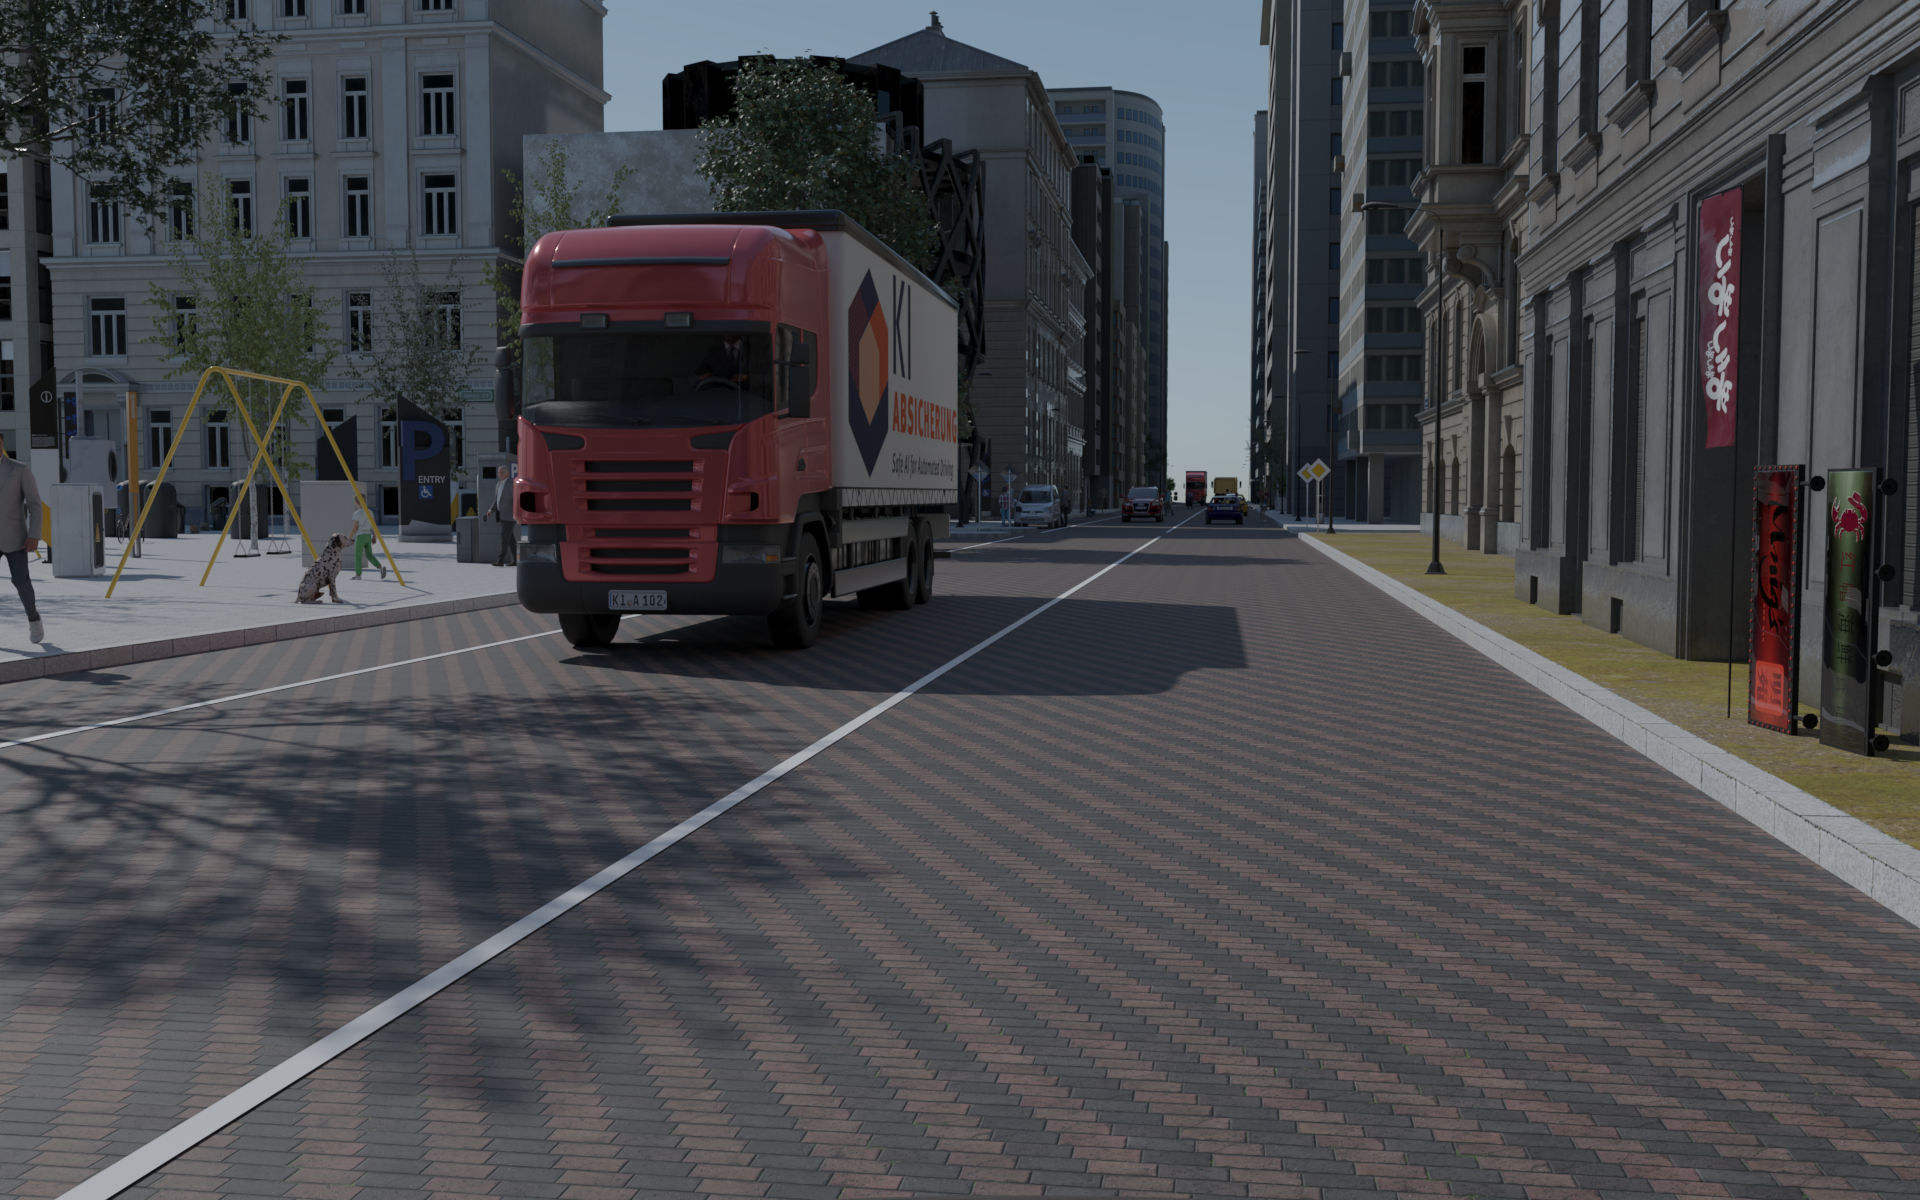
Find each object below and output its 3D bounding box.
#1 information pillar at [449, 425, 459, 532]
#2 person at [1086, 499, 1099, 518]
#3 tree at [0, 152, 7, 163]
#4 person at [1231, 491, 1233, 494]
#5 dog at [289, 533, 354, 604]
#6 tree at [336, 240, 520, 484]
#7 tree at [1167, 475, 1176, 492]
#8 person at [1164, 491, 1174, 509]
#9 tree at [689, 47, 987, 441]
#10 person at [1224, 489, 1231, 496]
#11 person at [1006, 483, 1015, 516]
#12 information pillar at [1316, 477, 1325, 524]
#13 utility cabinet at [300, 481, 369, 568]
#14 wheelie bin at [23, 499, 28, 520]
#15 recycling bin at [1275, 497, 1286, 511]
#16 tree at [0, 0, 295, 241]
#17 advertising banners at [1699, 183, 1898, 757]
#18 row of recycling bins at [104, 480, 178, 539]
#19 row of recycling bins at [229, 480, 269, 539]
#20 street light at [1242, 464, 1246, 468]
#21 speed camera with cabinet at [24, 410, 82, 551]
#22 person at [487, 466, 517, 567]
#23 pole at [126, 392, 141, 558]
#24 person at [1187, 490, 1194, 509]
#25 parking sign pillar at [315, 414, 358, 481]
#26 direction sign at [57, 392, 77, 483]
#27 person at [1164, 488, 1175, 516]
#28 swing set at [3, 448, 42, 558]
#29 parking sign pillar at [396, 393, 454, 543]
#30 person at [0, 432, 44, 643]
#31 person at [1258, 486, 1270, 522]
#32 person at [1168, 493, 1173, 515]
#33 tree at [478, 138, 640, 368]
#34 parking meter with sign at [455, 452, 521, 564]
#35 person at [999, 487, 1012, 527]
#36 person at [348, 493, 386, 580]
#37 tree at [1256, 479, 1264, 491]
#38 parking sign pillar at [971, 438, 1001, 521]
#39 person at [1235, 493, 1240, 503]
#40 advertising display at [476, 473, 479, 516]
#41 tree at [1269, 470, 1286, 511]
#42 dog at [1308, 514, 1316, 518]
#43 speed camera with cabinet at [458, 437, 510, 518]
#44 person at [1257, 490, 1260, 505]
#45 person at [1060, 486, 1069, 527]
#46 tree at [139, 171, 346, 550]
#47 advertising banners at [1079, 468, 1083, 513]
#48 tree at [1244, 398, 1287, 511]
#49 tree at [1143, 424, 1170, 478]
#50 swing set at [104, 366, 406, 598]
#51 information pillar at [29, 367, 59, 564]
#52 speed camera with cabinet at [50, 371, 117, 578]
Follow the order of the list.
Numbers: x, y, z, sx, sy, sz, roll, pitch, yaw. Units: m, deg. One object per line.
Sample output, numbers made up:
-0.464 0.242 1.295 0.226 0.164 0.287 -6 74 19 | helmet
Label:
-17.110 -4.111 58.575 0.183 3.616 0.504 -3 5 -41 | information pillar
8.059 -5.607 105.665 1.012 1.151 0.738 -2 4 -31 | person
-15.596 -4.467 23.395 4.360 8.622 3.978 0 3 0 | tree
27.134 -10.050 173.363 0.990 1.755 0.434 -2 4 -28 | person
-7.622 -0.369 20.415 0.800 0.831 0.513 1 4 14 | dog
-15.478 -6.084 49.828 4.360 8.622 3.978 0 3 0 | tree
35.749 -19.257 298.568 4.285 4.588 4.351 0 3 0 | tree
19.419 -9.433 162.811 1.350 1.814 0.705 1 4 13 | person
-4.093 -7.823 44.909 9.611 12.733 9.660 0 3 0 | tree
18.317 -6.721 118.572 0.511 1.800 0.466 -1 4 -23 | person
2.229 -4.516 79.978 0.616 1.811 0.778 -1 4 -11 | person
15.472 -4.275 74.383 0.304 2.012 0.304 2 4 27 | information pillar
-10.717 -1.285 29.685 1.173 1.500 0.318 1 4 21 | utility cabinet
-21.576 -1.914 39.208 0.980 1.594 0.693 1 4 18 | wheelie bin
24.177 -7.210 130.441 0.722 1.027 0.722 0 4 -8 | recycling bin
-9.092 -4.815 13.140 7.601 10.594 8.767 2 4 33 | tree
4.418 -0.802 9.305 0.090 3.025 2.074 0 4 -1 | advertising banners
-24.302 -2.693 51.138 3.534 1.692 1.069 3 4 36 | row of recycling bins
-20.743 -2.658 50.569 1.069 1.692 3.534 -1 4 -20 | row of recycling bins
35.928 -14.753 213.750 1.470 5.913 1.316 1 4 9 | street light
-22.337 -2.883 41.477 2.038 3.252 0.660 -1 4 -13 | speed camera with cabinet
-8.023 -1.466 30.418 0.661 1.777 0.834 2 4 30 | person
-16.574 -2.501 34.732 0.158 3.312 0.155 0 3 0 | pole
22.090 -9.636 165.924 0.709 1.838 0.599 0 4 -6 | person
-21.022 -4.278 58.416 1.447 3.967 1.447 -2 4 -33 | parking sign pillar
-19.929 -2.839 38.414 0.876 3.537 0.379 -3 5 -40 | direction sign
13.606 -6.398 112.965 0.748 1.841 0.638 2 4 24 | person
-20.351 -2.331 35.728 2.862 2.851 3.119 -1 4 -20 | swing set
-14.296 -3.531 46.201 1.447 3.967 1.447 -2 4 -26 | parking sign pillar
-8.045 -0.530 14.557 0.661 1.843 0.795 -1 4 -10 | person
15.662 -4.943 89.293 0.580 1.828 0.573 1 4 16 | person
14.116 -6.438 116.349 0.503 1.515 0.523 -2 4 -34 | person
-7.831 -5.243 36.085 4.737 8.622 4.395 0 3 0 | tree
-8.534 -2.191 32.091 1.738 3.016 0.543 1 4 18 | parking meter with sign
1.777 -3.563 67.593 0.563 1.720 0.643 -1 4 -14 | person
-8.865 -0.952 25.855 0.590 1.304 0.306 1 4 13 | person
38.615 -13.888 221.666 1.663 3.219 1.824 0 3 0 | tree
1.268 -5.803 83.357 1.447 3.967 1.447 0 4 3 | parking sign pillar
15.578 -5.313 97.955 0.503 1.515 0.523 0 4 6 | person
-14.695 -2.922 52.990 0.123 1.923 0.974 -1 4 -19 | advertising display
25.950 -8.867 139.580 1.663 3.219 1.824 0 3 0 | tree
19.276 -4.676 94.181 0.748 0.427 0.550 1 4 17 | dog
-16.311 -4.006 59.827 2.038 3.252 0.660 -1 4 -13 | speed camera with cabinet
36.265 -12.505 210.514 0.705 1.823 1.348 1 4 16 | person
4.531 -4.105 75.803 0.473 1.802 0.592 3 5 41 | person
-16.305 -5.455 39.553 4.737 8.622 4.395 0 3 0 | tree
8.158 -7.344 116.268 0.090 3.025 2.074 1 4 10 | advertising banners
23.248 -10.849 127.749 4.360 8.622 3.978 0 3 0 | tree
22.383 -17.286 217.034 8.767 10.594 7.601 1 4 22 | tree
-9.147 -1.540 22.806 2.862 2.851 3.119 0 4 -1 | swing set
-16.858 -2.482 31.941 0.504 3.616 0.183 0 4 1 | information pillar
-13.808 -2.018 27.326 0.660 3.252 2.038 -1 4 -15 | speed camera with cabinet
